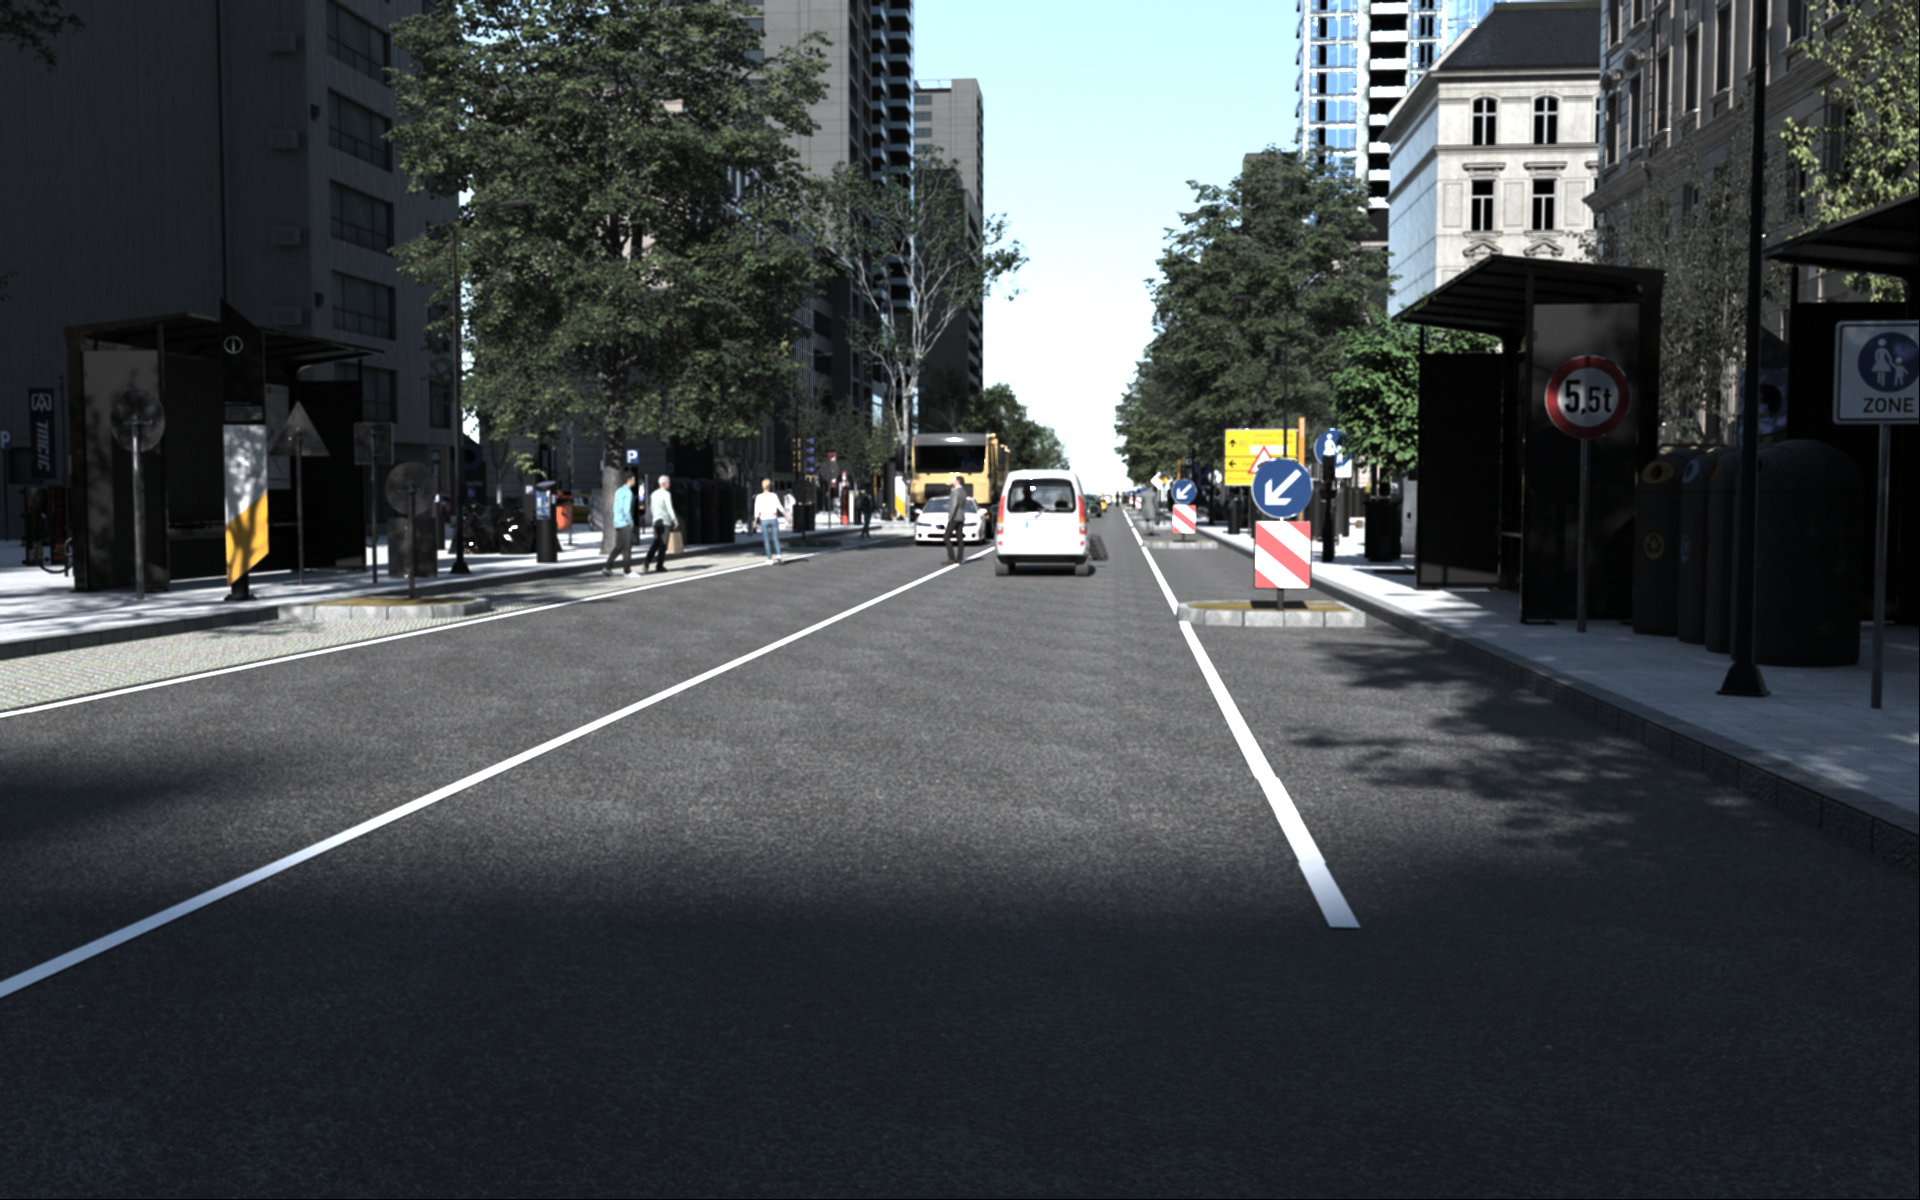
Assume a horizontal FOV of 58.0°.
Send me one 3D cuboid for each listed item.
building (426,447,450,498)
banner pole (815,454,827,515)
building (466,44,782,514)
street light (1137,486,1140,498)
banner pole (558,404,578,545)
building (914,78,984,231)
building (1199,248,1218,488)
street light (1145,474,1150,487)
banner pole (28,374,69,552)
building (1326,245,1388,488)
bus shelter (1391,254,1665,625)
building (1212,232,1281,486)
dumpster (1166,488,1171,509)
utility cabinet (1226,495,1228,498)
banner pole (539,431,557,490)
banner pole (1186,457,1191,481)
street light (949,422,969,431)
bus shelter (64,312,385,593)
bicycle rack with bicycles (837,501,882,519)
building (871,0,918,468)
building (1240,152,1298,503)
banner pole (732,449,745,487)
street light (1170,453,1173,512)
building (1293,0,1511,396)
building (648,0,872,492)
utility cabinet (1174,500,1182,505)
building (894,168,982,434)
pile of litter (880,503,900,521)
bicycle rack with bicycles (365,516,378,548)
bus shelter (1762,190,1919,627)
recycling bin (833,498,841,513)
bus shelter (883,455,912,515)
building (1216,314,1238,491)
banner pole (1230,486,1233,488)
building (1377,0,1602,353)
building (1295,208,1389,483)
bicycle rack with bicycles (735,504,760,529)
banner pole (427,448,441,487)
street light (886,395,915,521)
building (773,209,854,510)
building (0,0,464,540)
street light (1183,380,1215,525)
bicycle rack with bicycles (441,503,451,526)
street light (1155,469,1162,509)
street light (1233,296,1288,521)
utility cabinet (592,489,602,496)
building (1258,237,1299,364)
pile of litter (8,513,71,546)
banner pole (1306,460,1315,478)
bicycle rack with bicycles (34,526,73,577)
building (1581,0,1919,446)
[{"bbox_3d":[-41.156,-17.210,99.412,19.932,24.808,12.078,0,4,5],"label":"building"},{"bbox_3d":[-8.684,-7.190,107.571,0.863,3.779,0.401,0,4,-3],"label":"banner pole"},{"bbox_3d":[-19.096,-18.764,104.056,12.463,27.353,25.104,0,4,5],"label":"building"},{"bbox_3d":[24.090,-15.742,229.918,1.470,5.913,1.316,0,4,5],"label":"street light"},{"bbox_3d":[-9.828,-3.286,43.741,0.401,3.779,0.863,0,4,-2],"label":"banner pole"},{"bbox_3d":[-4.211,-52.911,303.348,20.563,71.187,20.611,0,4,5],"label":"building"},{"bbox_3d":[49.092,-39.940,303.133,14.600,45.320,14.200,0,4,5],"label":"building"},{"bbox_3d":[17.248,-11.077,153.648,1.470,5.913,1.316,0,4,5],"label":"street light"},{"bbox_3d":[-18.875,-2.813,36.013,0.863,3.779,0.401,-1,4,-21],"label":"banner pole"},{"bbox_3d":[31.703,-15.768,122.426,10.561,19.102,19.286,0,4,5],"label":"building"},{"bbox_3d":[6.322,-1.757,20.005,1.731,3.624,6.357,0,4,5],"label":"bus shelter"},{"bbox_3d":[51.943,-38.316,281.098,22.147,44.769,28.867,0,4,5],"label":"building"},{"bbox_3d":[18.062,-8.590,146.204,1.264,1.857,1.865,0,4,5],"label":"dumpster"},{"bbox_3d":[17.877,-6.391,115.647,1.020,1.237,0.306,3,5,39],"label":"utility cabinet"},{"bbox_3d":[-14.087,-4.246,59.445,0.863,3.779,0.401,1,4,15],"label":"banner pole"},{"bbox_3d":[13.734,-6.870,102.345,0.863,3.779,0.401,1,4,16],"label":"banner pole"},{"bbox_3d":[-0.111,-8.478,111.163,1.470,5.913,1.316,0,4,5],"label":"street light"},{"bbox_3d":[-10.555,-2.094,25.518,1.731,3.624,6.357,0,4,5],"label":"bus shelter"},{"bbox_3d":[-5.020,-4.678,89.862,2.925,0.926,2.852,-2,4,-25],"label":"bicycle rack with bicycles"},{"bbox_3d":[-15.589,-53.767,191.758,22.319,86.520,31.000,0,4,5],"label":"building"},{"bbox_3d":[40.898,-32.166,209.506,14.154,41.232,14.086,0,4,5],"label":"building"},{"bbox_3d":[-12.352,-6.550,97.108,0.863,3.779,0.401,-1,4,-9],"label":"banner pole"},{"bbox_3d":[11.879,-7.420,93.863,1.470,5.913,1.316,0,4,5],"label":"street light"},{"bbox_3d":[41.859,-52.489,170.868,22.319,86.520,31.000,0,4,5],"label":"building"},{"bbox_3d":[-17.014,-44.497,165.777,20.563,71.187,20.611,0,4,5],"label":"building"},{"bbox_3d":[12.469,-5.351,98.648,0.306,1.237,1.020,1,4,21],"label":"utility cabinet"},{"bbox_3d":[-8.506,-38.980,261.029,21.300,48.544,21.600,0,4,5],"label":"building"},{"bbox_3d":[-3.374,-4.323,84.649,1.176,0.858,1.719,1,4,12],"label":"pile of litter"},{"bbox_3d":[-15.665,-1.709,41.323,2.925,0.926,2.852,3,5,41],"label":"bicycle rack with bicycles"},{"bbox_3d":[8.315,-1.383,13.890,1.731,3.624,6.357,0,4,5],"label":"bus shelter"},{"bbox_3d":[-7.978,-6.254,114.813,0.722,1.027,0.722,-1,4,-18],"label":"recycling bin"},{"bbox_3d":[-3.535,-7.116,107.626,1.731,3.624,6.357,0,4,5],"label":"bus shelter"},{"bbox_3d":[45.497,-29.834,259.489,14.160,30.474,14.107,0,4,5],"label":"building"},{"bbox_3d":[18.875,-8.053,121.689,0.401,3.779,0.863,-3,4,-38],"label":"banner pole"},{"bbox_3d":[46.209,-19.412,93.796,44.131,29.872,17.030,0,4,5],"label":"building"},{"bbox_3d":[33.450,-19.138,141.792,11.050,23.489,19.941,0,4,5],"label":"building"},{"bbox_3d":[-8.575,-3.149,64.869,2.925,0.926,2.852,2,4,30],"label":"bicycle rack with bicycles"},{"bbox_3d":[-26.276,-5.892,86.355,0.863,3.779,0.401,0,4,4],"label":"banner pole"},{"bbox_3d":[-2.808,-6.667,81.542,1.470,5.913,1.316,0,4,5],"label":"street light"},{"bbox_3d":[-17.243,-19.116,131.611,14.314,24.678,30.058,0,4,5],"label":"building"},{"bbox_3d":[-23.935,-17.272,54.093,14.107,30.474,14.160,0,4,5],"label":"building"},{"bbox_3d":[9.770,-6.013,70.857,1.470,5.913,1.316,0,4,5],"label":"street light"},{"bbox_3d":[-21.719,-3.462,69.994,2.852,0.926,2.925,1,4,16],"label":"bicycle rack with bicycles"},{"bbox_3d":[14.574,-9.232,123.485,1.470,5.913,1.316,0,4,5],"label":"street light"},{"bbox_3d":[7.094,-4.167,40.665,1.470,5.913,1.316,0,4,5],"label":"street light"},{"bbox_3d":[-15.083,-3.985,73.830,1.173,1.500,0.318,-2,4,-31],"label":"utility cabinet"},{"bbox_3d":[40.304,-25.909,195.319,14.160,30.474,14.107,0,4,5],"label":"building"},{"bbox_3d":[-22.627,-1.767,42.851,1.719,0.858,1.176,1,4,16],"label":"pile of litter"},{"bbox_3d":[24.611,-8.042,121.497,0.863,3.779,0.401,0,4,7],"label":"banner pole"},{"bbox_3d":[-13.404,-0.895,28.015,2.925,0.926,2.852,-1,4,-12],"label":"bicycle rack with bicycles"},{"bbox_3d":[25.758,-15.162,45.169,12.463,27.353,25.104,0,4,5],"label":"building"}]
